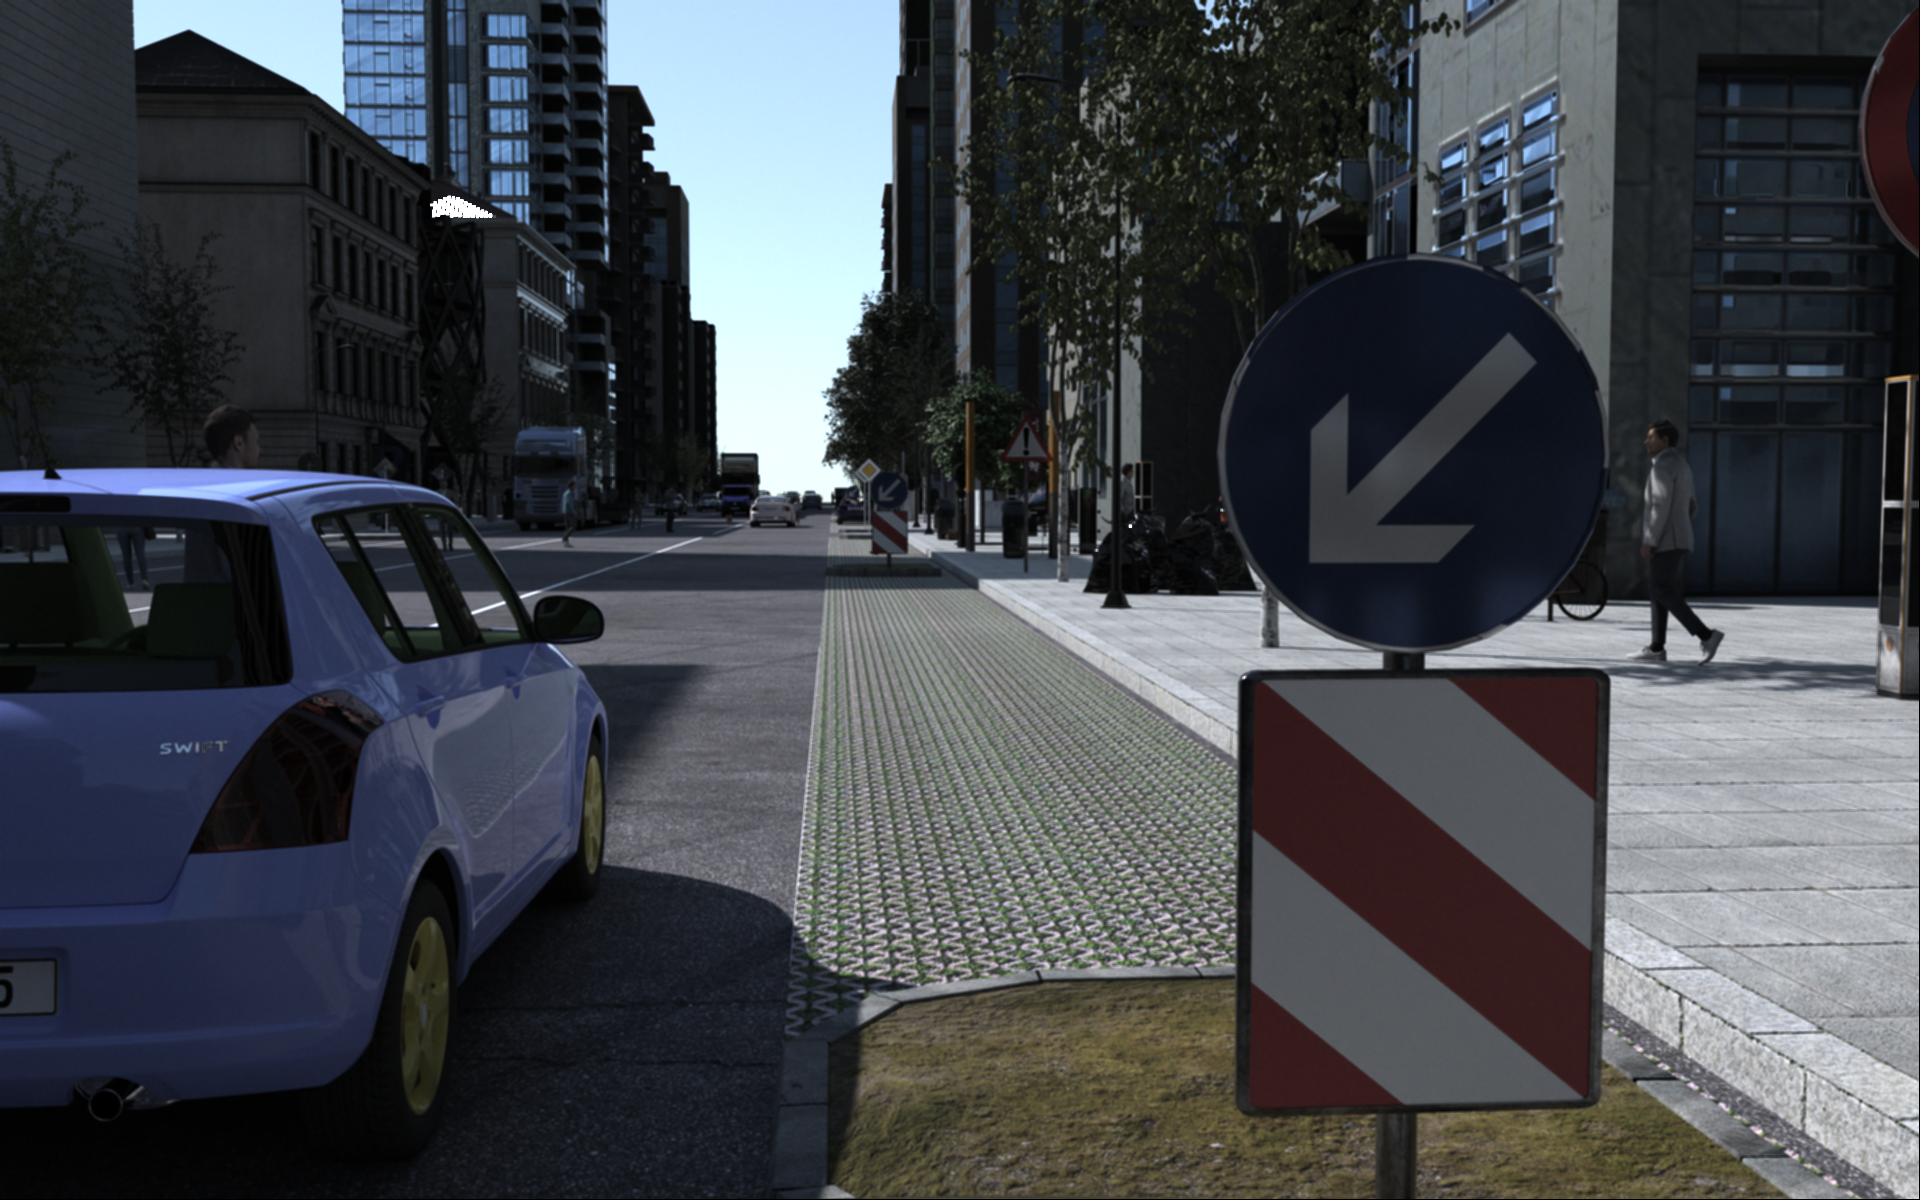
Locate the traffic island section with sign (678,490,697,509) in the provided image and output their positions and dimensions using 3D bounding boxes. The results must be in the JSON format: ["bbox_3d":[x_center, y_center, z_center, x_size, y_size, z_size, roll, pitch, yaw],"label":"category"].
[{"bbox_3d":[-26.055,-9.416,162.577,1.989,1.847,2.006,0,4,-4],"label":"traffic island section with sign"}]

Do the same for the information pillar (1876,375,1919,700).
[{"bbox_3d":[6.002,-0.390,10.870,0.304,2.012,0.304,0,4,0],"label":"information pillar"}]

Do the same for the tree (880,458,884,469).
[{"bbox_3d":[-6.036,-11.262,134.498,4.737,8.622,4.395,0,3,0],"label":"tree"}]

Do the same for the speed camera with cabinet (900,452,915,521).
[{"bbox_3d":[-2.572,-5.321,81.331,0.660,3.252,2.038,1,4,20],"label":"speed camera with cabinet"}]

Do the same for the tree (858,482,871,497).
[{"bbox_3d":[-9.598,-11.811,187.710,1.663,3.219,1.824,0,3,0],"label":"tree"}]

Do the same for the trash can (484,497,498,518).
[{"bbox_3d":[-23.923,-4.694,88.396,0.748,1.137,0.748,0,3,0],"label":"trash can"}]

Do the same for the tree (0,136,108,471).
[{"bbox_3d":[-19.159,-5.172,34.930,4.737,8.622,4.395,0,3,0],"label":"tree"}]

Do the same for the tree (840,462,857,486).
[{"bbox_3d":[-15.109,-18.224,248.328,4.360,8.622,3.978,0,3,0],"label":"tree"}]

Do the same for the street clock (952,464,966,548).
[{"bbox_3d":[0.060,-2.243,41.247,0.471,2.002,0.358,-2,4,-26],"label":"street clock"}]

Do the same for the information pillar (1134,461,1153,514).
[{"bbox_3d":[4.129,-2.110,38.992,0.304,2.012,0.304,-2,4,-26],"label":"information pillar"}]

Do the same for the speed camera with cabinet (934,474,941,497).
[{"bbox_3d":[-1.872,-7.942,124.193,0.660,3.252,2.038,2,4,34],"label":"speed camera with cabinet"}]

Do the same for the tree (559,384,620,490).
[{"bbox_3d":[-24.728,-10.088,115.300,4.360,8.622,3.978,0,3,0],"label":"tree"}]

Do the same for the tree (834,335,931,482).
[{"bbox_3d":[-4.333,-11.616,108.053,7.486,12.596,7.792,0,3,0],"label":"tree"}]

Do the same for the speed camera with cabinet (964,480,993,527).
[{"bbox_3d":[0.698,-4.541,68.581,0.660,3.252,2.038,-1,4,-19],"label":"speed camera with cabinet"}]

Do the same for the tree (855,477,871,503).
[{"bbox_3d":[-10.015,-12.730,191.841,4.285,4.588,4.351,0,3,0],"label":"tree"}]

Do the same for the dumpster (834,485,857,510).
[{"bbox_3d":[-9.914,-8.901,150.489,1.985,2.255,1.502,0,4,-3],"label":"dumpster"}]

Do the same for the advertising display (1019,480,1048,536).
[{"bbox_3d":[2.169,-2.892,52.491,0.974,1.923,0.123,1,4,16],"label":"advertising display"}]

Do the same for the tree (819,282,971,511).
[{"bbox_3d":[-3.227,-10.844,94.301,9.611,12.733,9.660,0,3,0],"label":"tree"}]

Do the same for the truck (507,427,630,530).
[{"bbox_3d":[-16.580,-5.210,74.949,2.967,4.110,18.799,0,4,-4],"label":"truck"}]

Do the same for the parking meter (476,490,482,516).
[{"bbox_3d":[-28.376,-5.735,102.183,0.372,1.533,0.369,0,3,0],"label":"parking meter"}]

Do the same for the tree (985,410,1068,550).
[{"bbox_3d":[1.444,-2.771,39.903,1.663,3.219,1.824,0,3,0],"label":"tree"}]

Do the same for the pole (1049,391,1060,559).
[{"bbox_3d":[1.867,-2.474,34.286,0.158,3.312,0.155,0,3,0],"label":"pole"}]

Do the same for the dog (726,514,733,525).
[{"bbox_3d":[-10.619,-3.695,79.696,0.406,0.507,0.540,-2,4,-28],"label":"dog"}]

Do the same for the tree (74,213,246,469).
[{"bbox_3d":[-20.674,-5.811,45.379,4.360,8.622,3.978,0,3,0],"label":"tree"}]

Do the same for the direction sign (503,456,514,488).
[{"bbox_3d":[-26.584,-6.757,102.471,0.876,3.537,0.379,0,4,6],"label":"direction sign"}]

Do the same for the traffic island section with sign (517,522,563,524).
[{"bbox_3d":[-20.315,-4.607,83.959,1.989,1.847,2.006,0,4,-4],"label":"traffic island section with sign"}]

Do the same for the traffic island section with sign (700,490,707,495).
[{"bbox_3d":[-28.008,-11.060,189.462,1.989,1.847,2.006,0,4,-4],"label":"traffic island section with sign"}]

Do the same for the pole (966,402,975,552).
[{"bbox_3d":[0.230,-2.729,38.464,0.158,3.312,0.155,0,3,0],"label":"pole"}]

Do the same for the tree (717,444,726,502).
[{"bbox_3d":[-34.303,-18.211,248.113,4.360,8.622,3.978,0,3,0],"label":"tree"}]

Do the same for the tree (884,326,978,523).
[{"bbox_3d":[-1.352,-7.755,77.151,4.360,8.622,3.978,0,3,0],"label":"tree"}]

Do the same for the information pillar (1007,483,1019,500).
[{"bbox_3d":[1.501,-2.723,49.010,0.304,2.012,0.304,1,4,12],"label":"information pillar"}]

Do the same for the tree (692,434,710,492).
[{"bbox_3d":[-31.999,-15.686,206.825,4.737,8.622,4.395,0,3,0],"label":"tree"}]

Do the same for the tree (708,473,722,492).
[{"bbox_3d":[-36.752,-17.141,263.965,4.285,4.588,4.351,0,3,0],"label":"tree"}]

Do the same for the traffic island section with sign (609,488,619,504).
[{"bbox_3d":[-22.346,-6.311,111.820,1.989,1.847,2.006,0,4,-4],"label":"traffic island section with sign"}]

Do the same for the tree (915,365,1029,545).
[{"bbox_3d":[0.487,-3.693,44.092,4.285,4.588,4.351,0,3,0],"label":"tree"}]

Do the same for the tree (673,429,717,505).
[{"bbox_3d":[-30.504,-14.946,194.723,4.360,8.622,3.978,0,3,0],"label":"tree"}]

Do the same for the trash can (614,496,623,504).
[{"bbox_3d":[-25.605,-7.227,129.822,0.748,1.137,0.748,0,3,0],"label":"trash can"}]

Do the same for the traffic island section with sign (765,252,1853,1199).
[{"bbox_3d":[0.597,0.305,3.648,1.989,1.847,2.006,0,4,-4],"label":"traffic island section with sign"}]

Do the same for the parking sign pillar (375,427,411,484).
[{"bbox_3d":[-22.663,-4.940,69.249,1.447,3.967,1.447,1,4,10],"label":"parking sign pillar"}]

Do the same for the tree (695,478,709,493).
[{"bbox_3d":[-32.010,-13.425,214.097,1.663,3.219,1.824,0,3,0],"label":"tree"}]

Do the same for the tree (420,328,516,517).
[{"bbox_3d":[-21.728,-7.684,76.000,4.360,8.622,3.978,0,3,0],"label":"tree"}]

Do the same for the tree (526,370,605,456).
[{"bbox_3d":[-23.639,-9.362,103.437,4.737,8.622,4.395,0,3,0],"label":"tree"}]

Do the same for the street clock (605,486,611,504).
[{"bbox_3d":[-27.549,-8.016,135.632,0.471,2.002,0.358,-2,4,-28],"label":"street clock"}]

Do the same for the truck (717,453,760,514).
[{"bbox_3d":[-15.336,-8.067,120.802,2.839,4.237,11.283,0,4,-6],"label":"truck"}]

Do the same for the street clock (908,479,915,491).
[{"bbox_3d":[-2.384,-4.793,82.942,0.471,2.002,0.358,1,4,9],"label":"street clock"}]

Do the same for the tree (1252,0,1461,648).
[{"bbox_3d":[2.387,-3.901,14.144,4.737,8.622,4.395,0,3,0],"label":"tree"}]

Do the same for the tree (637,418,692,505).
[{"bbox_3d":[-28.933,-13.192,166.057,4.737,8.622,4.395,0,3,0],"label":"tree"}]
